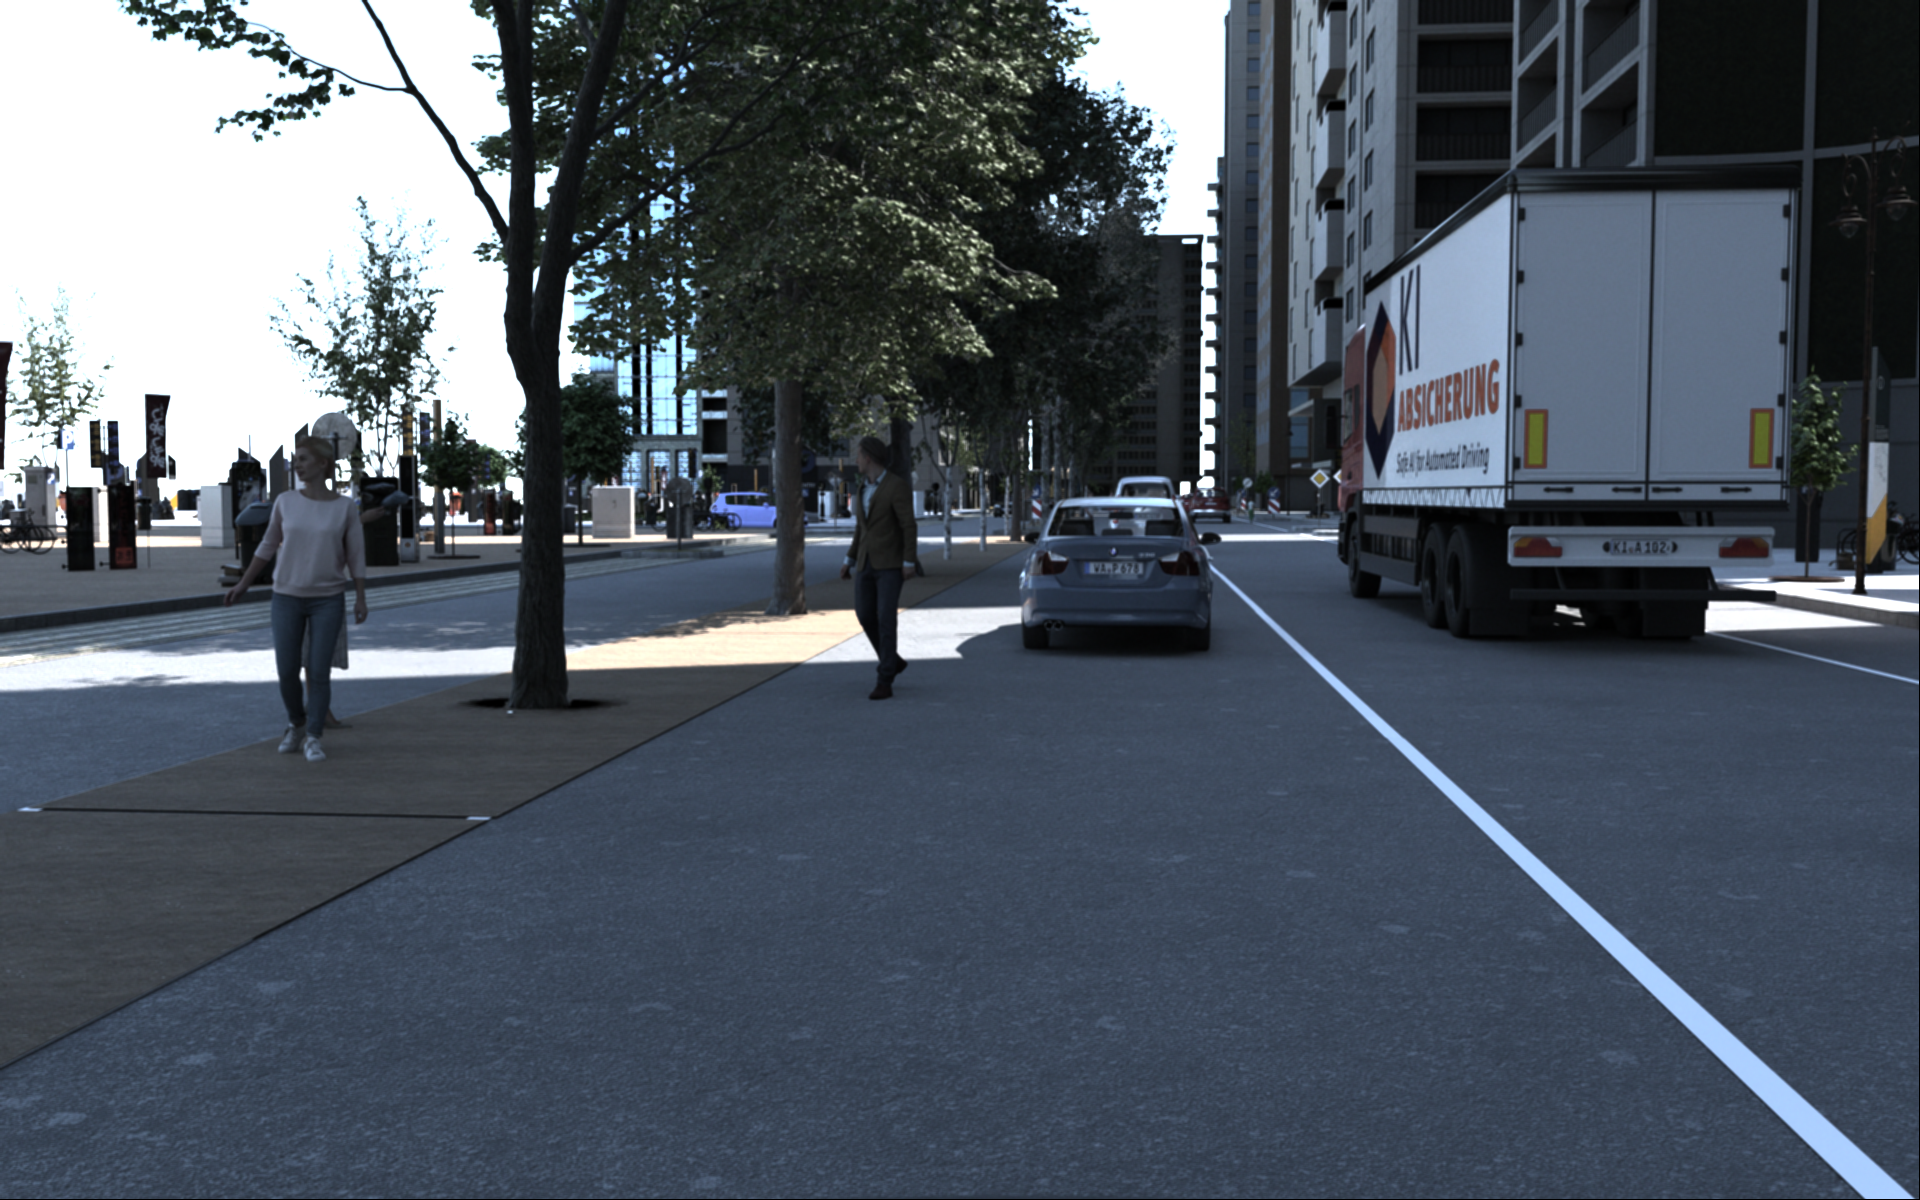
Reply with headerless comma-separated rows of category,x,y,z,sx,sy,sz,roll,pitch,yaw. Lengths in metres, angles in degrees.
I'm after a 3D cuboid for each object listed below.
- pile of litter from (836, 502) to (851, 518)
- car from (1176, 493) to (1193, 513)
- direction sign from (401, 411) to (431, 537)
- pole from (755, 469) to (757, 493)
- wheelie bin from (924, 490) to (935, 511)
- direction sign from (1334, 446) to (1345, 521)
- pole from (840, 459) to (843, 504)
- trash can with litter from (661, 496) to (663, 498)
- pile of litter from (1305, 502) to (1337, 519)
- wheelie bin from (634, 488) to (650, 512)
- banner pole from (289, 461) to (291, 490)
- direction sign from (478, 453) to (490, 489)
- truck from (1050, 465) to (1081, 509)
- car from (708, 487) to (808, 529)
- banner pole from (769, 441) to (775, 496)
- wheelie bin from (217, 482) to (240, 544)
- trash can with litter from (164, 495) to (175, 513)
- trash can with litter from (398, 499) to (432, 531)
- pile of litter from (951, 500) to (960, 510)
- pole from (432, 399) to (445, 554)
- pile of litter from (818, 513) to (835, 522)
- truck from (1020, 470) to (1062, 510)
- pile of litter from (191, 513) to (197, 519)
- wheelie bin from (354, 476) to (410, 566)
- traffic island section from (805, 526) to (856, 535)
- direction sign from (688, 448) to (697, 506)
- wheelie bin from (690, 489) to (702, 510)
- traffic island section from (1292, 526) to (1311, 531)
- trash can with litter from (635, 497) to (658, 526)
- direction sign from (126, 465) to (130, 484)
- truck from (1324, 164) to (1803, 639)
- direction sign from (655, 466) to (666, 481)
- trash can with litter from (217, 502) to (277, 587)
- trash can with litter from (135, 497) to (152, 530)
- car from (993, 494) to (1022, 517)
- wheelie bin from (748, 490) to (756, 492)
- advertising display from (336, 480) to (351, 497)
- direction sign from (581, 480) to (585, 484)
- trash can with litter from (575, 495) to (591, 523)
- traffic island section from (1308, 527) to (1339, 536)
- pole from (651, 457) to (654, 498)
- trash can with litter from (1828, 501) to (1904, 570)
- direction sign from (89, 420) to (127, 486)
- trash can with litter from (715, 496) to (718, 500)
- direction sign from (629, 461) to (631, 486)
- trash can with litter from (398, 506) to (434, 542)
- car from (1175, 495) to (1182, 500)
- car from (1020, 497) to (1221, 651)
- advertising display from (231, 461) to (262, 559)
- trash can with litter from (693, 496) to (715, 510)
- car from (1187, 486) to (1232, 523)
pile of litter,-6.440,-4.780,92.123,1.176,0.858,1.719,3,4,36
car,14.622,-6.115,109.021,2.155,1.783,4.494,0,4,6
direction sign,-14.873,-3.392,47.457,0.379,3.537,0.876,3,5,41
pole,-16.652,-9.024,141.393,0.158,3.312,0.155,0,3,0
wheelie bin,-2.346,-7.696,133.742,0.980,1.594,0.693,1,4,16
direction sign,18.129,-5.501,81.943,0.876,3.537,0.379,-1,4,-10
pole,-6.878,-6.517,100.397,0.158,3.312,0.155,0,3,0
trash can with litter,-19.542,-6.183,112.143,2.233,1.210,1.678,0,4,5
pile of litter,18.853,-4.693,90.688,1.719,0.858,1.176,2,4,33
wheelie bin,-16.817,-5.107,91.399,0.693,1.594,0.980,-3,5,-42
banner pole,-44.942,-7.681,115.595,0.863,3.779,0.401,0,4,2
direction sign,-26.064,-6.282,94.706,0.876,3.537,0.379,1,4,19
truck,10.129,-10.890,166.968,2.839,4.237,11.283,0,4,7
car,-7.526,-3.370,64.695,3.694,1.707,1.945,0,4,6
banner pole,-8.865,-5.639,82.217,0.401,3.779,0.863,-3,5,-44
wheelie bin,-18.749,-2.249,44.672,0.980,1.594,0.693,-2,4,-30
trash can with litter,-52.984,-6.404,115.755,1.678,1.210,2.233,-2,4,-27
trash can with litter,-19.131,-3.021,60.452,1.678,1.210,2.233,-1,4,-9
pile of litter,-0.634,-7.719,140.168,1.176,0.858,1.719,0,4,-4
pole,-11.199,-2.650,37.175,0.158,3.312,0.155,0,3,0
pile of litter,-6.866,-3.998,79.333,1.719,0.858,1.176,3,5,41
truck,6.605,-8.796,139.739,3.469,3.379,9.791,0,4,7
pile of litter,-40.012,-4.734,91.371,1.176,0.858,1.719,0,4,-5
wheelie bin,-10.325,-1.407,30.915,0.980,1.594,0.693,-1,4,-20
traffic island section,-4.470,-2.422,61.883,2.009,0.180,2.903,0,4,6
direction sign,-13.140,-5.696,85.121,0.379,3.537,0.876,1,4,16
wheelie bin,-15.350,-5.680,100.777,0.693,1.594,0.980,-2,4,-28
traffic island section,14.127,-2.799,68.047,2.009,0.180,2.903,0,4,6
trash can with litter,-12.814,-3.613,70.464,1.055,1.170,0.624,1,4,10
direction sign,-65.800,-8.845,136.618,0.379,3.537,0.876,1,4,18
truck,6.338,-1.928,20.436,2.839,4.237,11.283,0,4,4
direction sign,-23.841,-8.935,138.077,0.876,3.537,0.379,-1,4,-12
trash can with litter,-9.940,-0.792,24.342,0.624,1.170,1.055,0,4,7
trash can with litter,-29.423,-3.108,62.204,0.624,1.170,1.055,-3,4,-39
car,3.104,-6.020,108.214,2.009,1.686,4.222,0,4,7
wheelie bin,-16.761,-8.041,139.376,0.980,1.594,0.693,-2,4,-32
advertising display,-28.918,-4.662,81.431,0.974,1.923,0.123,-3,5,-43
direction sign,-29.154,-8.615,132.849,0.876,3.537,0.379,-3,5,-40
trash can with litter,-17.538,-3.995,76.381,2.233,1.210,1.678,-2,4,-35
traffic island section,13.332,-2.313,60.102,2.009,0.180,2.903,0,4,6
pole,-17.089,-6.266,96.288,0.158,3.312,0.155,0,3,0
trash can with litter,15.214,-1.082,29.084,1.055,1.170,0.624,1,4,19
direction sign,-26.171,-3.734,53.041,0.876,3.537,0.379,0,4,-5
trash can with litter,-18.499,-7.327,131.178,0.624,1.170,1.055,3,4,37
direction sign,-22.333,-7.672,117.438,0.379,3.537,0.876,0,4,-5
trash can with litter,-14.422,-2.119,46.036,0.624,1.170,1.055,3,5,40
car,16.428,-7.372,132.886,2.083,1.381,4.827,0,4,7
car,1.597,-0.320,17.235,2.014,1.417,4.499,0,4,7
advertising display,-14.160,-1.786,34.409,0.123,1.923,0.974,0,4,5
trash can with litter,-14.794,-5.378,99.312,0.624,1.170,1.055,2,4,32
car,12.522,-4.783,86.875,2.281,1.827,5.304,0,4,7
